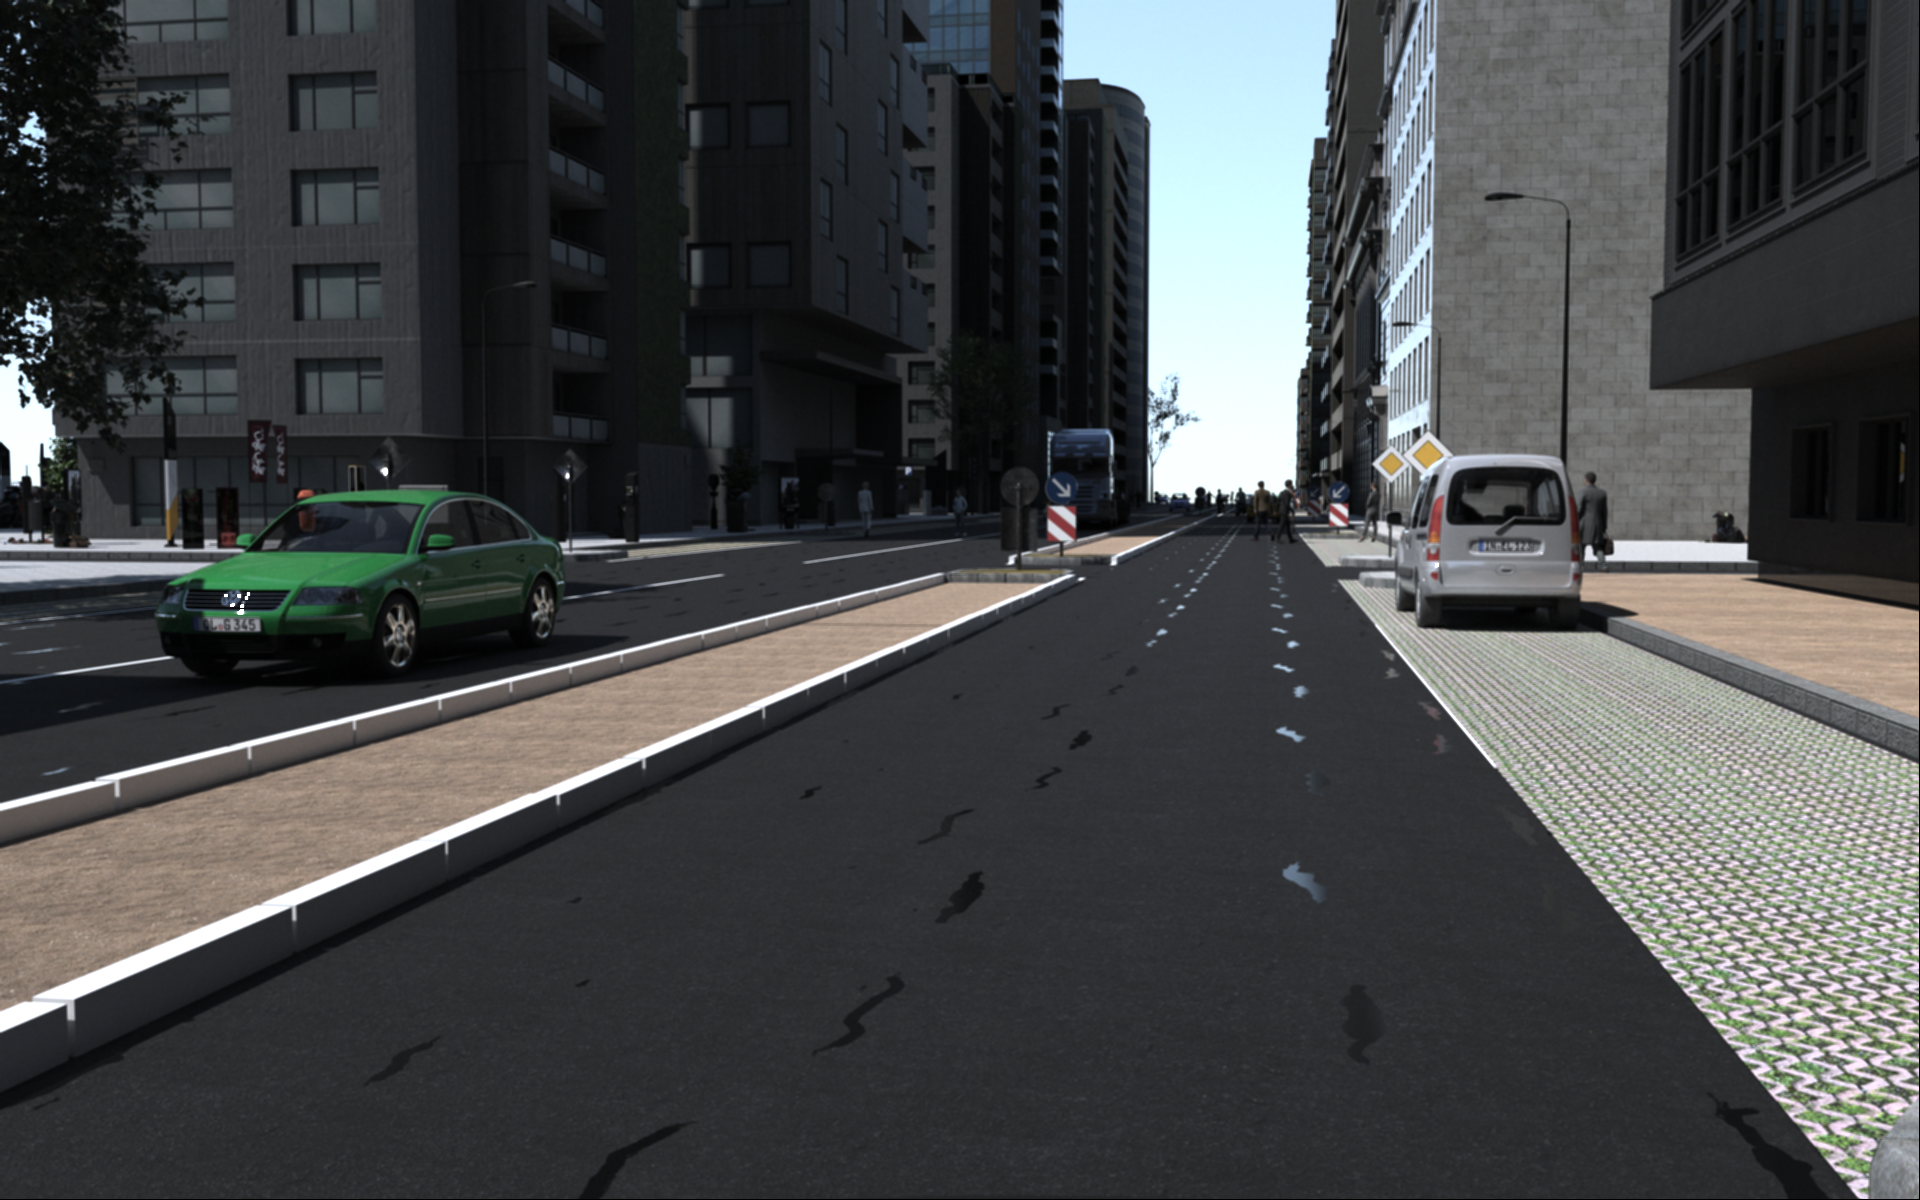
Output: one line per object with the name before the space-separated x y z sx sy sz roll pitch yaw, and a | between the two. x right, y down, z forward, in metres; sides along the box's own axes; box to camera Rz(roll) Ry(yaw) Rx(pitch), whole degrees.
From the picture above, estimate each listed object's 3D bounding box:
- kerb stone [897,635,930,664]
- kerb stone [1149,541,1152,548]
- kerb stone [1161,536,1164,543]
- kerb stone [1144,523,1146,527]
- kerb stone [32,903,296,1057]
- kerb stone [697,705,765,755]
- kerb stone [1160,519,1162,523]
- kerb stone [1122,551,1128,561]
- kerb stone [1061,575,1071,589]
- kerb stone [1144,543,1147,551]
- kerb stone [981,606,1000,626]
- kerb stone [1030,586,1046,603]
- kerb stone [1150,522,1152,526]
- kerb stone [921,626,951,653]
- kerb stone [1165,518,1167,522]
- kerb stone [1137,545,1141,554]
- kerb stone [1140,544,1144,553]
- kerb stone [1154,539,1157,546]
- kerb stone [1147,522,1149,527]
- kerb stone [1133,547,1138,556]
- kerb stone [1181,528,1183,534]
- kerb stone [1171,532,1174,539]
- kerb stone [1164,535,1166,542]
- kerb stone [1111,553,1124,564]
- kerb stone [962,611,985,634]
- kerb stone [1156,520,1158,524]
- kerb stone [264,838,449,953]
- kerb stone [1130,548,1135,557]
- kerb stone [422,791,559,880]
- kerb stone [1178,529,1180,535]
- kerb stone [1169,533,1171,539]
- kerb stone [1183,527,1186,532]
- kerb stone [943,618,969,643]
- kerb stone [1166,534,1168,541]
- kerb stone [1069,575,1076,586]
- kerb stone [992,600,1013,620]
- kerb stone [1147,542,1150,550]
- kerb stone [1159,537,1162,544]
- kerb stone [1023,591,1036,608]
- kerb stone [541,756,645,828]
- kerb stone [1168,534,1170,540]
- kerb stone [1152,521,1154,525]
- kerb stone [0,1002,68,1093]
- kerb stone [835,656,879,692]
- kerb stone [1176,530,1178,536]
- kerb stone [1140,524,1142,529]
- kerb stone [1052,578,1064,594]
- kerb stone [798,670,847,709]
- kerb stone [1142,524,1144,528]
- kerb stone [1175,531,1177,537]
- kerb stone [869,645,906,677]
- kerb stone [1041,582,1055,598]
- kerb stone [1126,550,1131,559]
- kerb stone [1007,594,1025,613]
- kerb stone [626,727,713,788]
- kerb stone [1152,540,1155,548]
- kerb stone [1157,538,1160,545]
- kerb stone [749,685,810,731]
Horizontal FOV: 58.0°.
kerb stone | -0.433 0.439 15.011 0.120 0.150 1.000 1 4 10
kerb stone | 4.832 -1.388 44.897 0.120 0.150 1.000 1 4 10
kerb stone | 5.725 -1.696 49.929 0.120 0.150 1.000 1 4 10
kerb stone | 7.565 -3.076 72.487 0.120 0.150 1.000 1 4 10
kerb stone | -2.220 1.058 4.902 0.120 0.150 1.000 1 4 10
kerb stone | -1.334 0.755 9.951 0.120 0.150 1.000 1 4 10
kerb stone | 9.522 -3.752 83.587 0.120 0.150 1.000 1 4 10
kerb stone | 3.409 -0.893 36.811 0.120 0.150 1.000 1 4 10
kerb stone | 1.522 -0.241 26.142 0.120 0.150 1.000 1 4 10
kerb stone | 4.477 -1.265 42.875 0.120 0.150 1.000 1 4 10
kerb stone | 0.272 0.198 19.057 0.120 0.150 1.000 1 4 10
kerb stone | 0.996 -0.052 23.118 0.120 0.150 1.000 1 4 10
kerb stone | 8.272 -3.323 76.538 0.120 0.150 1.000 1 4 10
kerb stone | -0.258 0.378 16.018 0.120 0.150 1.000 1 4 10
kerb stone | 10.231 -4.001 87.613 0.120 0.150 1.000 1 4 10
kerb stone | 4.120 -1.141 40.859 0.120 0.150 1.000 1 4 10
kerb stone | 4.295 -1.203 41.866 0.120 0.150 1.000 1 4 10
kerb stone | 5.187 -1.509 46.911 0.120 0.150 1.000 1 4 10
kerb stone | 7.924 -3.200 74.507 0.120 0.150 1.000 1 4 10
kerb stone | 3.946 -1.080 39.852 0.120 0.150 1.000 1 4 10
kerb stone | 7.678 -2.375 61.023 0.120 0.150 1.000 1 4 10
kerb stone | 6.611 -2.003 54.978 0.120 0.150 1.000 1 4 10
kerb stone | 5.901 -1.758 50.936 0.120 0.150 1.000 1 4 10
kerb stone | 3.228 -0.828 35.799 0.120 0.150 1.000 1 4 10
kerb stone | 0.094 0.254 18.047 0.120 0.150 1.000 1 4 10
kerb stone | 8.982 -3.570 80.567 0.120 0.150 1.000 1 4 10
kerb stone | -2.044 0.996 5.909 0.120 0.150 1.000 1 4 10
kerb stone | 3.762 -1.012 38.847 0.120 0.150 1.000 1 4 10
kerb stone | -1.869 0.934 6.918 0.120 0.150 1.000 1 4 10
kerb stone | 7.317 -2.251 59.006 0.120 0.150 1.000 1 4 10
kerb stone | 6.424 -1.944 53.972 0.120 0.150 1.000 1 4 10
kerb stone | 8.036 -2.498 63.042 0.120 0.150 1.000 1 4 10
kerb stone | -0.079 0.316 17.039 0.120 0.150 1.000 1 4 10
kerb stone | 6.071 -1.819 51.944 0.120 0.150 1.000 1 4 10
kerb stone | 1.703 -0.300 27.148 0.120 0.150 1.000 1 4 10
kerb stone | 0.456 0.130 20.069 0.120 0.150 1.000 1 4 10
kerb stone | 4.660 -1.326 43.889 0.120 0.150 1.000 1 4 10
kerb stone | 5.540 -1.635 48.924 0.120 0.150 1.000 1 4 10
kerb stone | 0.813 0.014 22.112 0.120 0.150 1.000 1 4 10
kerb stone | -1.687 0.878 7.924 0.120 0.150 1.000 1 4 10
kerb stone | 6.254 -1.881 52.954 0.120 0.150 1.000 1 4 10
kerb stone | 8.459 -3.384 77.545 0.120 0.150 1.000 1 4 10
kerb stone | -2.401 1.125 3.896 0.120 0.150 1.000 1 4 10
kerb stone | -0.794 0.563 12.992 0.120 0.150 1.000 1 4 10
kerb stone | 7.137 -2.188 58.000 0.120 0.150 1.000 1 4 10
kerb stone | 7.216 -2.953 70.473 0.120 0.150 1.000 1 4 10
kerb stone | 1.349 -0.176 25.132 0.120 0.150 1.000 1 4 10
kerb stone | -0.976 0.625 11.972 0.120 0.150 1.000 1 4 10
kerb stone | 7.384 -3.014 71.482 0.120 0.150 1.000 1 4 10
kerb stone | 6.963 -2.128 56.993 0.120 0.150 1.000 1 4 10
kerb stone | -0.619 0.501 14.006 0.120 0.150 1.000 1 4 10
kerb stone | 1.165 -0.118 24.126 0.120 0.150 1.000 1 4 10
kerb stone | 3.581 -0.957 37.835 0.120 0.150 1.000 1 4 10
kerb stone | 0.633 0.068 21.090 0.120 0.150 1.000 1 4 10
kerb stone | -1.502 0.811 8.929 0.120 0.150 1.000 1 4 10
kerb stone | 5.006 -1.450 45.903 0.120 0.150 1.000 1 4 10
kerb stone | 5.365 -1.572 47.918 0.120 0.150 1.000 1 4 10
kerb stone | -1.151 0.687 10.965 0.120 0.150 1.000 1 4 10
